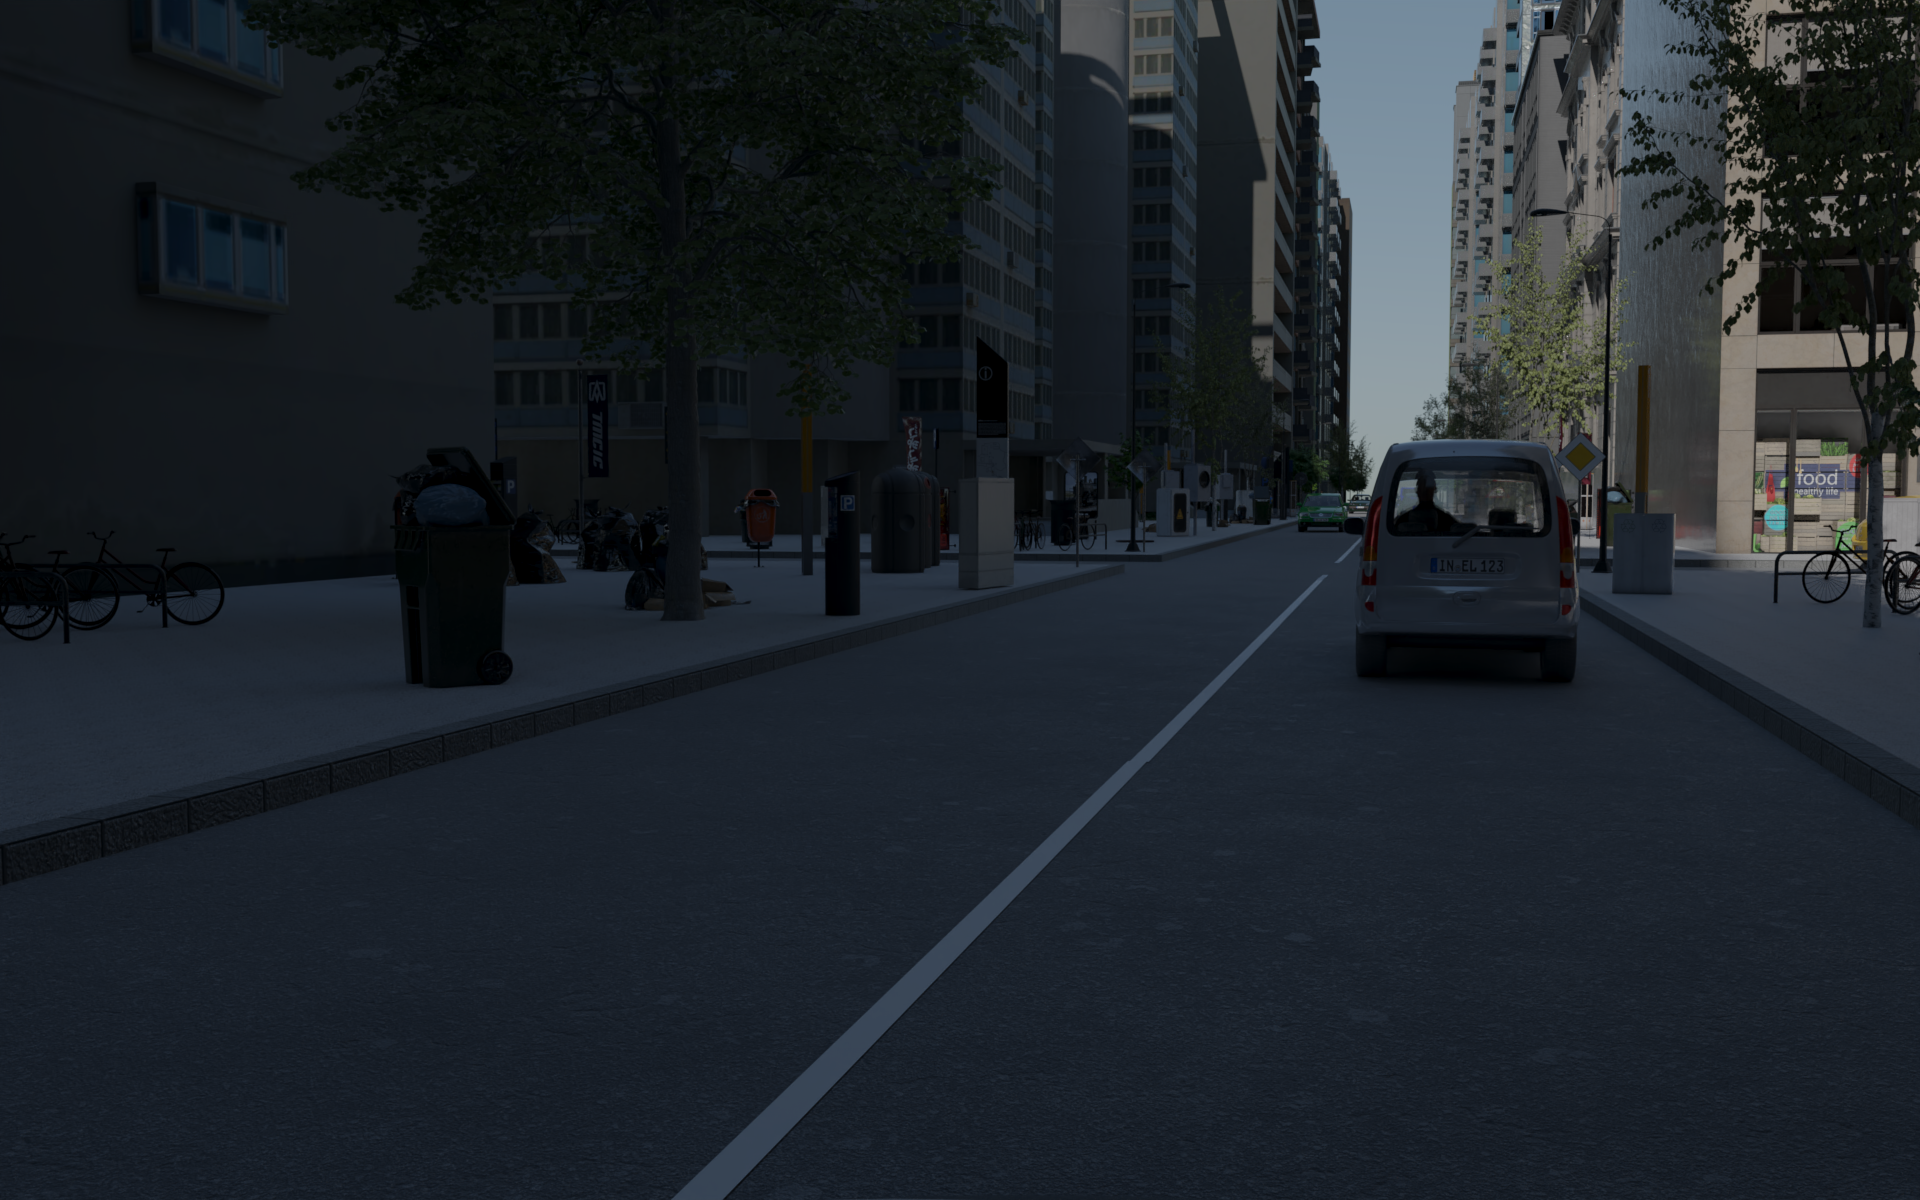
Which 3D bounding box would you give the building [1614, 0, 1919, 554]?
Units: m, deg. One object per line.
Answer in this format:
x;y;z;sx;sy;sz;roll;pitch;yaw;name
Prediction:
35.134;-14.498;41.558;34.151;26.468;19.350;1;4;14;building

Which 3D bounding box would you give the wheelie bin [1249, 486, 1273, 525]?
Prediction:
12.856;-4.013;73.517;0.693;1.594;0.980;-2;4;-27;wheelie bin

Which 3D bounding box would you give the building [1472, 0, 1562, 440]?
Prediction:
51.348;-50.014;130.399;22.319;86.520;31.000;1;4;14;building

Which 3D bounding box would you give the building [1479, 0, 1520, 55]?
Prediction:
59.663;-33.137;161.400;23.786;49.044;30.456;1;4;14;building

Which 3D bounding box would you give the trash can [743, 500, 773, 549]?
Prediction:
-4.668;-1.751;40.289;0.748;1.137;0.748;0;3;0;trash can

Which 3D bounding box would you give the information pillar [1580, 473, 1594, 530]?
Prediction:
22.241;-3.484;61.459;0.304;2.012;0.304;-2;4;-29;information pillar

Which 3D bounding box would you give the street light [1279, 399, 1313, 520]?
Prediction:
16.431;-6.882;85.064;1.470;5.913;1.316;1;4;14;street light

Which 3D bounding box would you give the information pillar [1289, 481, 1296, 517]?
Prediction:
18.329;-5.558;95.362;0.304;2.012;0.304;0;4;-3;information pillar

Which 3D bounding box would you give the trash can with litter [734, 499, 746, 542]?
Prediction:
-5.529;-2.117;45.998;0.624;1.170;1.055;1;4;15;trash can with litter

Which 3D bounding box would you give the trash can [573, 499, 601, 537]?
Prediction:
-10.336;-2.222;47.991;0.748;1.137;0.748;0;3;0;trash can

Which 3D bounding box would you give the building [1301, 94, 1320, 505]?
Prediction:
27.496;-29.724;169.580;14.154;41.232;14.086;1;4;14;building

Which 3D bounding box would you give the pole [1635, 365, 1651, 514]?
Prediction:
10.834;-2.059;27.507;0.158;3.312;0.155;0;3;0;pole

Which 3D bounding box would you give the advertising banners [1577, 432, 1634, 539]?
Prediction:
18.452;-3.263;49.544;2.074;3.025;0.090;-1;4;-22;advertising banners

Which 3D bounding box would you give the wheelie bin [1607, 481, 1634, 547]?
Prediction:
16.058;-2.105;42.324;0.693;1.594;0.980;1;4;13;wheelie bin

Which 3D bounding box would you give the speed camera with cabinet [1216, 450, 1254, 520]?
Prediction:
12.479;-5.104;77.788;2.038;3.252;0.660;-1;4;-17;speed camera with cabinet

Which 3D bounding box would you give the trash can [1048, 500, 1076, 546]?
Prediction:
2.566;-1.929;43.190;0.748;1.137;0.748;0;3;0;trash can

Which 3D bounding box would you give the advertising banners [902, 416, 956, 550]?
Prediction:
-0.426;-2.646;39.453;2.074;3.025;0.090;-2;4;-32;advertising banners

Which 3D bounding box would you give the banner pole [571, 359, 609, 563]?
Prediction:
-6.824;-2.570;32.039;0.863;3.779;0.401;2;4;25;banner pole

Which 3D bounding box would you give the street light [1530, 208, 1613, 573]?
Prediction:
9.959;-3.405;28.209;1.470;5.913;1.316;1;4;14;street light

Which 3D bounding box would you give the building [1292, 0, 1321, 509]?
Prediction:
19.220;-30.238;149.017;22.147;44.769;28.867;1;4;14;building

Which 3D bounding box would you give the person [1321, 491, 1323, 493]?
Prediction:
39.778;-11.118;190.371;1.348;1.812;0.705;0;4;6;person

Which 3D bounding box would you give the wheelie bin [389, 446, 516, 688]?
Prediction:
-3.424;-0.231;11.680;0.693;1.594;0.980;-3;5;-39;wheelie bin

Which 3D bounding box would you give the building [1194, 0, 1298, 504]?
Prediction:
12.518;-30.595;123.929;21.300;48.544;21.600;1;4;14;building

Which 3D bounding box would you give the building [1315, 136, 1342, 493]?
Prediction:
39.822;-37.623;234.749;23.786;49.044;30.456;1;4;14;building

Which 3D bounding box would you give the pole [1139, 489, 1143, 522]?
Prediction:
8.243;-5.189;78.676;0.158;3.312;0.155;0;3;0;pole

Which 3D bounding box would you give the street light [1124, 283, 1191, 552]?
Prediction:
4.379;-4.022;38.307;1.470;5.913;1.316;1;4;14;street light

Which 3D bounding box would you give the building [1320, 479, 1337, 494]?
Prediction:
29.300;-31.652;209.390;32.217;40.220;23.993;1;4;14;building

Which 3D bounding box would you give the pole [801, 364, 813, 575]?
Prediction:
-2.416;-2.046;27.295;0.158;3.312;0.155;0;3;0;pole

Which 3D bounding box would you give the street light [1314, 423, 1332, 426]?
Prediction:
23.434;-8.569;112.637;1.470;5.913;1.316;1;4;14;street light

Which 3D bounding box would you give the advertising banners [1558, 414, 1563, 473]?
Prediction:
13.304;-2.600;38.693;0.090;3.025;2.074;1;4;14;advertising banners

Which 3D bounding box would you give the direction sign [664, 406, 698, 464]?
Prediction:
-7.215;-3.237;44.919;0.876;3.537;0.379;-1;4;-21;direction sign

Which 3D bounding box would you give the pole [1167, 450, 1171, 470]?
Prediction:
9.734;-5.326;80.920;0.158;3.312;0.155;0;3;0;pole

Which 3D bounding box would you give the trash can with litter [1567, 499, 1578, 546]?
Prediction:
14.133;-1.815;41.069;0.624;1.170;1.055;-2;4;-31;trash can with litter

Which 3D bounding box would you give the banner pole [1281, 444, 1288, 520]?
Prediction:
16.198;-5.918;86.771;0.401;3.779;0.863;2;4;24;banner pole

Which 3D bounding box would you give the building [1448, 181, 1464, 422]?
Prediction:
71.196;-33.205;226.494;14.154;41.232;14.086;1;4;14;building

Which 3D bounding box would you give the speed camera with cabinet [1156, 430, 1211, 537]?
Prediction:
6.813;-3.569;52.682;0.660;3.252;2.038;3;5;44;speed camera with cabinet

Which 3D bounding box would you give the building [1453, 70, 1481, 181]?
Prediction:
80.445;-43.021;245.389;21.231;58.520;28.212;1;4;14;building

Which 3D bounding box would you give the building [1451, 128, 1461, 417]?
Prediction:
69.766;-35.723;203.671;23.786;49.044;30.456;1;4;14;building

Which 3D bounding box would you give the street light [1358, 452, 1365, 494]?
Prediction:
43.945;-13.454;192.509;1.470;5.913;1.316;1;4;14;street light

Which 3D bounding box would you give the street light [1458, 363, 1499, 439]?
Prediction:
18.443;-5.432;61.356;1.470;5.913;1.316;1;4;14;street light

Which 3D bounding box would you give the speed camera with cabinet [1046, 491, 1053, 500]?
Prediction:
3.927;-5.771;88.695;0.660;3.252;2.038;3;5;41;speed camera with cabinet

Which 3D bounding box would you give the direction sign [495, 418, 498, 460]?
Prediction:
-14.225;-3.646;51.614;0.876;3.537;0.379;-1;4;-15;direction sign

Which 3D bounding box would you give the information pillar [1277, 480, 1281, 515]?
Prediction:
17.268;-5.435;93.350;0.304;2.012;0.304;0;4;-1;information pillar

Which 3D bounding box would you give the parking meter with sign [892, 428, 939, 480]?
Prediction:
-1.445;-3.032;45.832;1.738;3.016;0.543;0;4;-8;parking meter with sign

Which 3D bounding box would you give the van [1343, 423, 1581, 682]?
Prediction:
4.260;-0.471;14.720;2.013;2.044;4.112;1;4;15;van

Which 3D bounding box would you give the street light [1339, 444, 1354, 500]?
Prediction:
35.441;-11.421;159.275;1.470;5.913;1.316;1;4;14;street light

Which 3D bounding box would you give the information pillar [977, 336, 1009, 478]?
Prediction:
0.468;-2.096;25.620;0.504;3.616;0.183;1;4;13;information pillar

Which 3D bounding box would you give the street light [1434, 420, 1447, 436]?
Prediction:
30.517;-8.296;108.174;1.470;5.913;1.316;1;4;14;street light

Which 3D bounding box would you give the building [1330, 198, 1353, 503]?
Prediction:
50.429;-37.044;255.772;14.600;45.320;14.200;1;4;14;building

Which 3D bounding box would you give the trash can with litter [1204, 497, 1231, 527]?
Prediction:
9.986;-3.401;67.001;1.055;1.170;0.624;3;5;40;trash can with litter
